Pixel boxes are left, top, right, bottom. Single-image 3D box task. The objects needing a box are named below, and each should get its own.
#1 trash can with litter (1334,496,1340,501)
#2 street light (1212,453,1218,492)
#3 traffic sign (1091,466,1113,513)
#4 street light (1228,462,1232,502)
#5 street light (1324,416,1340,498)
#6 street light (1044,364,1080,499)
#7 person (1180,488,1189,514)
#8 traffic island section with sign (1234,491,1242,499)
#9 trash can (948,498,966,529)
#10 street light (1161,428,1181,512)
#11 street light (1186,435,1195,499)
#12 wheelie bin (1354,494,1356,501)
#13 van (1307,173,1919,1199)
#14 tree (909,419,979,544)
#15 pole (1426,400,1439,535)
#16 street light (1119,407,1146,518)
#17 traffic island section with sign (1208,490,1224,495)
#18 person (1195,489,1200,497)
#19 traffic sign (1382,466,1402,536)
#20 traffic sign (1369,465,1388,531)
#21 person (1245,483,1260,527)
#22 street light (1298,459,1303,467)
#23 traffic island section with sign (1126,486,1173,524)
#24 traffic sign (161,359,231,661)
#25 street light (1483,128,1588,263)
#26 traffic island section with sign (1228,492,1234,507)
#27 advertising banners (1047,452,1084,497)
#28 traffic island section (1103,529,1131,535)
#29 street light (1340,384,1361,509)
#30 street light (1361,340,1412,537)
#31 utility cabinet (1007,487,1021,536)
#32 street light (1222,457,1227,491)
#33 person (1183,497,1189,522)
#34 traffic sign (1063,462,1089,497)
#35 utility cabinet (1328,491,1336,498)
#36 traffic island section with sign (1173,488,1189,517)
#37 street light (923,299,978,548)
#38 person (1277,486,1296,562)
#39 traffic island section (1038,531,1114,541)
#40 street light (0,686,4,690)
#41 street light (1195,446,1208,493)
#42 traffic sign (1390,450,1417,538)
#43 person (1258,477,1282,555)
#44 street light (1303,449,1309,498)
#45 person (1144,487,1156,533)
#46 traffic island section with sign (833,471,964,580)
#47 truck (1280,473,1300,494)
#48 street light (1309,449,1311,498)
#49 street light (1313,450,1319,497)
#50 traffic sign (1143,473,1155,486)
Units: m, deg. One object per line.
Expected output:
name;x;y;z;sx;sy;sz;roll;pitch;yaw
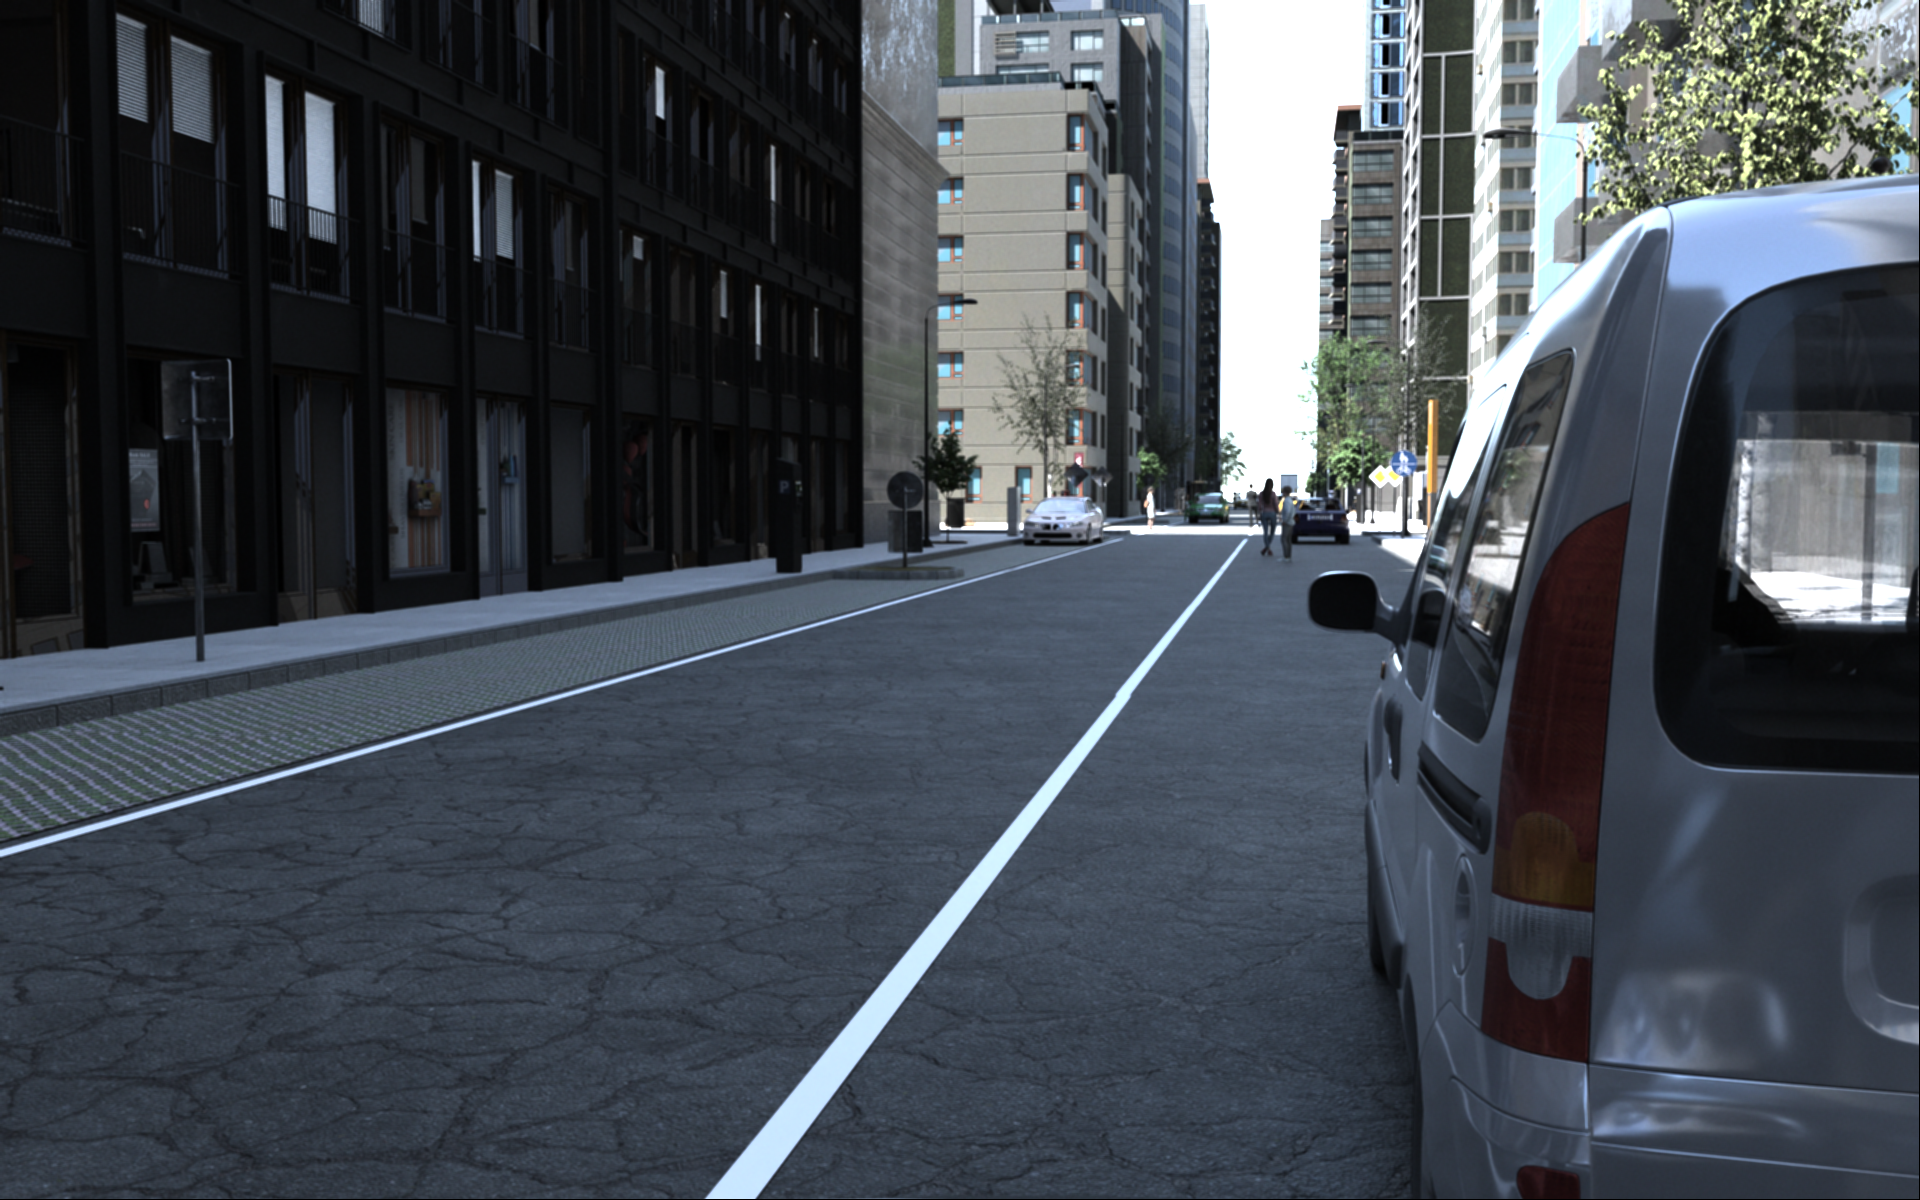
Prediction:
trash can with litter;28.032;-7.129;127.942;1.055;1.170;0.624;2;4;28
street light;28.934;-13.804;198.235;1.470;5.913;1.316;1;4;10
traffic sign;5.084;-3.572;62.048;0.795;2.450;0.064;1;4;10
street light;38.346;-16.921;249.204;1.470;5.913;1.316;1;4;10
street light;22.430;-8.004;103.409;1.470;5.913;1.316;1;4;10
street light;3.600;-5.480;62.140;1.470;5.913;1.316;1;4;10
person;15.345;-6.732;118.532;0.822;1.834;0.622;0;4;0
traffic island section with sign;38.353;-14.224;241.181;1.989;1.847;2.006;1;4;10
trash can;-0.149;-3.234;64.537;0.748;1.137;0.748;0;3;0
street light;14.858;-9.153;122.199;1.470;5.913;1.316;1;4;10
street light;17.649;-10.083;137.402;1.470;5.913;1.316;1;4;10
wheelie bin;28.350;-7.027;122.796;0.693;1.594;0.980;0;4;-3
van;1.792;0.194;3.848;2.013;2.044;4.112;1;4;12
tree;-0.213;-3.083;45.005;1.663;3.219;1.824;0;3;0
pole;10.263;-2.678;37.625;0.158;3.312;0.155;0;3;0
street light;9.163;-7.317;92.182;1.470;5.913;1.316;1;4;10
traffic island section with sign;23.245;-9.252;159.898;1.989;1.847;2.006;1;4;10
person;14.836;-6.023;107.538;0.480;1.755;0.524;1;4;18
traffic sign;13.153;-2.983;52.412;0.795;2.450;0.064;1;4;10
traffic sign;14.612;-3.463;60.263;0.795;2.450;0.064;1;4;10
person;12.723;-4.122;75.254;0.648;1.900;0.474;1;4;12
street light;45.837;-15.701;229.258;1.470;5.913;1.316;1;4;10
traffic island section with sign;9.134;-4.612;84.039;1.989;1.847;2.006;1;4;10
traffic sign;-5.823;-0.678;13.217;0.606;2.300;0.079;1;4;15
street light;7.338;-3.028;22.054;1.470;5.913;1.316;1;4;10
traffic island section with sign;28.223;-10.889;186.666;1.989;1.847;2.006;1;4;10
advertising banners;4.432;-4.708;73.163;2.074;3.025;0.090;3;5;43
traffic island section;5.060;-2.436;62.115;2.009;0.180;2.903;1;4;10
street light;16.954;-6.166;73.352;1.470;5.913;1.316;1;4;10
street light;12.950;-4.877;52.281;1.470;5.913;1.316;1;4;10
utility cabinet;1.649;-2.720;53.155;0.318;1.500;1.173;0;4;8
street light;32.797;-15.084;219.160;1.470;5.913;1.316;1;4;10
person;11.862;-4.743;90.297;0.590;1.304;0.306;-1;4;-14
traffic sign;3.625;-3.092;54.197;0.795;2.450;0.064;1;4;10
utility cabinet;28.133;-7.476;130.911;0.318;1.500;1.173;2;4;31
traffic island section with sign;14.103;-6.247;110.770;1.989;1.847;2.006;1;4;10
street light;-0.275;-4.215;41.462;1.470;5.913;1.316;1;4;10
person;6.928;-1.614;36.692;0.330;1.601;0.589;2;4;34
traffic island section;3.600;-1.956;54.263;2.009;0.180;2.903;1;4;10
street light;-5.916;-2.354;11.034;1.470;5.913;1.316;1;4;10
street light;23.298;-11.964;168.156;1.470;5.913;1.316;1;4;10
traffic sign;12.858;-3.066;50.228;0.768;2.556;0.104;1;4;17
person;7.242;-1.955;40.473;0.555;1.821;0.388;1;4;16
street light;36.517;-12.637;179.148;1.470;5.913;1.316;1;4;10
person;7.092;-3.350;64.282;0.522;1.701;0.512;-1;4;-10
traffic island section with sign;-0.991;-1.284;29.620;1.989;1.847;2.006;1;4;10
truck;45.834;-15.419;241.017;2.839;4.237;11.283;1;4;12
street light;30.822;-10.738;148.106;1.470;5.913;1.316;1;4;10
street light;28.119;-9.840;133.427;1.470;5.913;1.316;1;4;10
traffic sign;11.580;-6.492;106.257;0.768;2.556;0.104;1;4;19
